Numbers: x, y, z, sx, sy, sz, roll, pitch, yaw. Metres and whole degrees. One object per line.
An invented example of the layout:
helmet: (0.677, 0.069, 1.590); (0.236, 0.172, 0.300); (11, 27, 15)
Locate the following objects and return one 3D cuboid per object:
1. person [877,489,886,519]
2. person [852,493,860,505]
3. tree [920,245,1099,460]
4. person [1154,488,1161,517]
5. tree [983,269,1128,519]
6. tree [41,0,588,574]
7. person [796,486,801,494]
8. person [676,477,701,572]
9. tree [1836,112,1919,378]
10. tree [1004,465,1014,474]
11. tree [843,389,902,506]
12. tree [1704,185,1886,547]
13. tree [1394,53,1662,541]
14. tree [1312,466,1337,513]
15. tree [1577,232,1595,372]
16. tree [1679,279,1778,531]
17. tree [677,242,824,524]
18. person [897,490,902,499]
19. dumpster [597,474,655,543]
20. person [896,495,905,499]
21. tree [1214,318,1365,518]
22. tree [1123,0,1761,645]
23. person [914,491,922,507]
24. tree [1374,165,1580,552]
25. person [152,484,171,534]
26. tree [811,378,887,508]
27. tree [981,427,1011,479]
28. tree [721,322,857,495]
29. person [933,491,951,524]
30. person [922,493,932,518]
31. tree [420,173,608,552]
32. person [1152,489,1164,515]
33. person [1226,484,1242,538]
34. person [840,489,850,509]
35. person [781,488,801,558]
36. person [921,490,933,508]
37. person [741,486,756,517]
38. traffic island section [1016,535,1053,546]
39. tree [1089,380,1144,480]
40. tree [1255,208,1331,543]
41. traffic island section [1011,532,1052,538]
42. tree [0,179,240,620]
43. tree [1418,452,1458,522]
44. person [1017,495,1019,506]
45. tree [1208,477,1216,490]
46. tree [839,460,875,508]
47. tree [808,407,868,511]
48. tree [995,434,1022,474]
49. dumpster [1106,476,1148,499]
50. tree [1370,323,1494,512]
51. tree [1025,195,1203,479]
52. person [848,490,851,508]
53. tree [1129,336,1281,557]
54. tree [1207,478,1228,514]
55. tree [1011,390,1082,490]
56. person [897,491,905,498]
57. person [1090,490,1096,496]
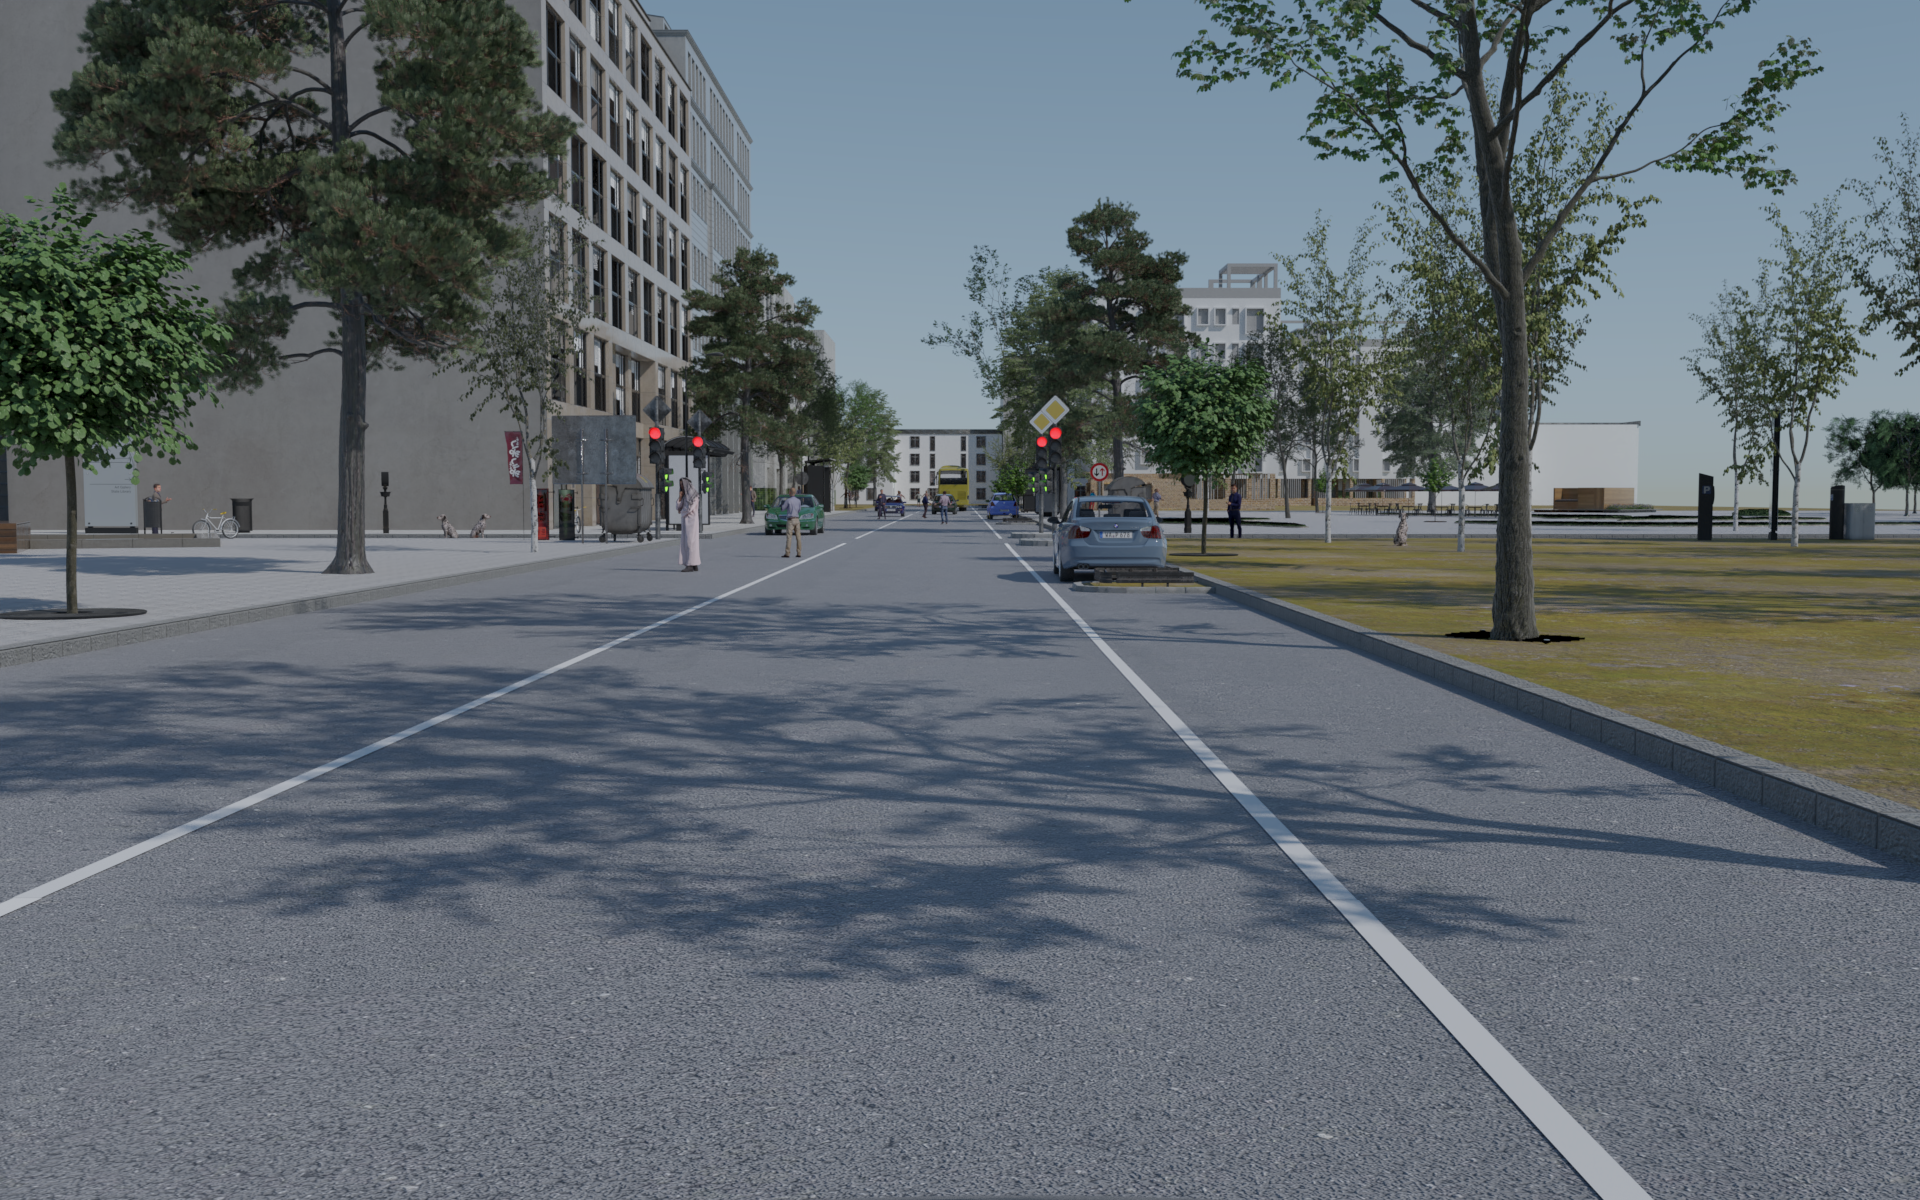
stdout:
person: (-4.463, -5.457, 98.646); (0.541, 1.710, 0.530); (1, 4, 17)
person: (-12.871, -12.481, 213.280); (1.217, 1.735, 0.721); (-2, 4, -24)
tree: (3.790, -16.926, 132.637); (12.611, 20.169, 13.585); (0, 3, 0)
person: (10.022, -4.886, 87.992); (0.319, 1.574, 0.516); (-1, 4, -19)
tree: (4.882, -10.396, 88.095); (7.486, 12.596, 7.792); (0, 3, 0)
tree: (-9.767, -7.330, 27.261); (7.806, 13.903, 7.818); (0, 3, 0)
person: (-11.005, -6.844, 117.806); (0.709, 1.838, 0.599); (2, 4, 31)
person: (-5.041, -1.398, 32.025); (0.551, 1.740, 0.621); (3, 4, 38)
tree: (19.104, -5.083, 33.467); (4.360, 8.622, 3.978); (0, 3, 0)
tree: (5.711, -12.324, 185.216); (4.285, 4.588, 4.351); (0, 3, 0)
tree: (-9.547, -16.421, 186.605); (7.486, 12.596, 7.792); (0, 3, 0)
tree: (20.450, -5.623, 42.306); (4.737, 8.622, 4.395); (0, 3, 0)
tree: (9.188, -4.787, 28.622); (4.737, 8.622, 4.395); (0, 3, 0)
tree: (24.407, -7.412, 115.789); (1.663, 3.219, 1.824); (0, 3, 0)
tree: (14.738, -5.828, 45.657); (4.360, 8.622, 3.978); (0, 3, 0)
tree: (27.082, -6.684, 59.654); (4.360, 8.622, 3.978); (0, 3, 0)
tree: (-9.256, -9.318, 74.400); (6.751, 12.117, 7.091); (0, 3, 0)
person: (-6.577, -10.787, 184.885); (0.705, 1.821, 1.348); (-3, 4, -36)
dumpster: (-8.921, -2.475, 46.221); (1.264, 1.857, 1.865); (0, 4, 0)
person: (-6.689, -11.147, 191.433); (1.217, 1.739, 0.721); (1, 4, 22)
tree: (17.126, -9.601, 91.390); (8.767, 10.594, 7.601); (-3, 4, -37)
tree: (4.757, -5.461, 15.035); (9.928, 11.665, 9.643); (0, 3, 0)
person: (-4.500, -11.104, 190.834); (1.217, 1.735, 0.721); (-2, 4, -29)
tree: (11.138, -5.368, 38.134); (4.360, 8.622, 3.978); (0, 3, 0)
person: (-24.799, -2.742, 53.865); (0.750, 1.759, 0.617); (0, 4, -4)
tree: (-10.084, -14.016, 154.923); (9.928, 11.665, 9.643); (0, 3, 0)
tree: (4.543, -13.531, 171.591); (4.737, 8.622, 4.395); (0, 3, 0)
tree: (-8.949, -9.442, 88.792); (8.767, 10.594, 7.601); (3, 5, 39)
person: (-0.748, -4.362, 81.779); (0.963, 1.587, 0.435); (-2, 4, -33)
person: (-1.978, -5.616, 103.014); (0.600, 1.496, 0.574); (0, 4, -2)
tree: (-9.510, -5.344, 37.730); (4.360, 8.622, 3.978); (0, 3, 0)
person: (11.643, -5.798, 102.805); (0.963, 1.587, 0.435); (-3, 4, -39)
person: (8.080, -2.576, 51.314); (0.576, 1.737, 0.504); (3, 5, 43)
person: (-10.051, -8.868, 151.866); (0.721, 1.723, 1.217); (3, 5, 39)
person: (-3.802, -1.746, 39.109); (0.516, 1.574, 0.319); (-2, 4, -32)
person: (-3.535, -10.661, 182.821); (1.348, 1.823, 0.705); (-2, 4, -24)
person: (-11.849, -5.534, 97.051); (0.750, 1.759, 0.617); (-3, 5, -41)
traffic island section: (2.694, -1.628, 48.906); (2.009, 0.180, 2.903); (0, 3, 0)
tree: (10.033, -9.757, 109.883); (4.360, 8.622, 3.978); (0, 3, 0)
tree: (9.962, -5.818, 45.487); (4.737, 8.622, 4.395); (0, 3, 0)
traffic island section: (2.689, -2.117, 56.891); (2.009, 0.180, 2.903); (0, 3, 0)
tree: (-9.350, -2.104, 18.121); (4.285, 4.588, 4.351); (0, 3, 0)
tree: (21.594, -5.164, 79.039); (1.663, 3.219, 1.824); (0, 3, 0)
person: (6.163, -10.810, 182.804); (0.705, 1.822, 1.348); (-2, 4, -35)
tree: (17.074, -10.415, 120.653); (4.360, 8.622, 3.978); (0, 3, 0)
tree: (-9.737, -11.009, 163.717); (4.285, 4.588, 4.351); (0, 3, 0)
tree: (-9.268, -10.916, 128.835); (4.737, 8.622, 4.395); (0, 3, 0)
tree: (5.741, -15.173, 198.442); (4.360, 8.622, 3.978); (0, 3, 0)
dumpster: (5.496, -3.136, 57.037); (1.264, 1.857, 1.865); (0, 4, 0)
tree: (33.284, -13.173, 122.039); (9.857, 13.997, 8.962); (0, 3, 0)
tree: (5.785, -8.627, 63.103); (6.751, 12.117, 7.091); (0, 3, 0)
person: (-10.330, -9.396, 161.136); (0.415, 1.643, 0.593); (-2, 4, -26)
tree: (5.045, -3.200, 36.040); (4.285, 4.588, 4.351); (0, 3, 0)
tree: (16.282, -9.902, 112.257); (4.737, 8.622, 4.395); (0, 3, 0)
tree: (5.690, -9.345, 103.157); (4.737, 8.622, 4.395); (0, 3, 0)
person: (-5.863, -9.729, 168.285); (1.217, 1.736, 0.721); (1, 4, 14)
person: (9.776, -7.360, 128.076); (0.593, 1.614, 0.444); (1, 4, 16)
